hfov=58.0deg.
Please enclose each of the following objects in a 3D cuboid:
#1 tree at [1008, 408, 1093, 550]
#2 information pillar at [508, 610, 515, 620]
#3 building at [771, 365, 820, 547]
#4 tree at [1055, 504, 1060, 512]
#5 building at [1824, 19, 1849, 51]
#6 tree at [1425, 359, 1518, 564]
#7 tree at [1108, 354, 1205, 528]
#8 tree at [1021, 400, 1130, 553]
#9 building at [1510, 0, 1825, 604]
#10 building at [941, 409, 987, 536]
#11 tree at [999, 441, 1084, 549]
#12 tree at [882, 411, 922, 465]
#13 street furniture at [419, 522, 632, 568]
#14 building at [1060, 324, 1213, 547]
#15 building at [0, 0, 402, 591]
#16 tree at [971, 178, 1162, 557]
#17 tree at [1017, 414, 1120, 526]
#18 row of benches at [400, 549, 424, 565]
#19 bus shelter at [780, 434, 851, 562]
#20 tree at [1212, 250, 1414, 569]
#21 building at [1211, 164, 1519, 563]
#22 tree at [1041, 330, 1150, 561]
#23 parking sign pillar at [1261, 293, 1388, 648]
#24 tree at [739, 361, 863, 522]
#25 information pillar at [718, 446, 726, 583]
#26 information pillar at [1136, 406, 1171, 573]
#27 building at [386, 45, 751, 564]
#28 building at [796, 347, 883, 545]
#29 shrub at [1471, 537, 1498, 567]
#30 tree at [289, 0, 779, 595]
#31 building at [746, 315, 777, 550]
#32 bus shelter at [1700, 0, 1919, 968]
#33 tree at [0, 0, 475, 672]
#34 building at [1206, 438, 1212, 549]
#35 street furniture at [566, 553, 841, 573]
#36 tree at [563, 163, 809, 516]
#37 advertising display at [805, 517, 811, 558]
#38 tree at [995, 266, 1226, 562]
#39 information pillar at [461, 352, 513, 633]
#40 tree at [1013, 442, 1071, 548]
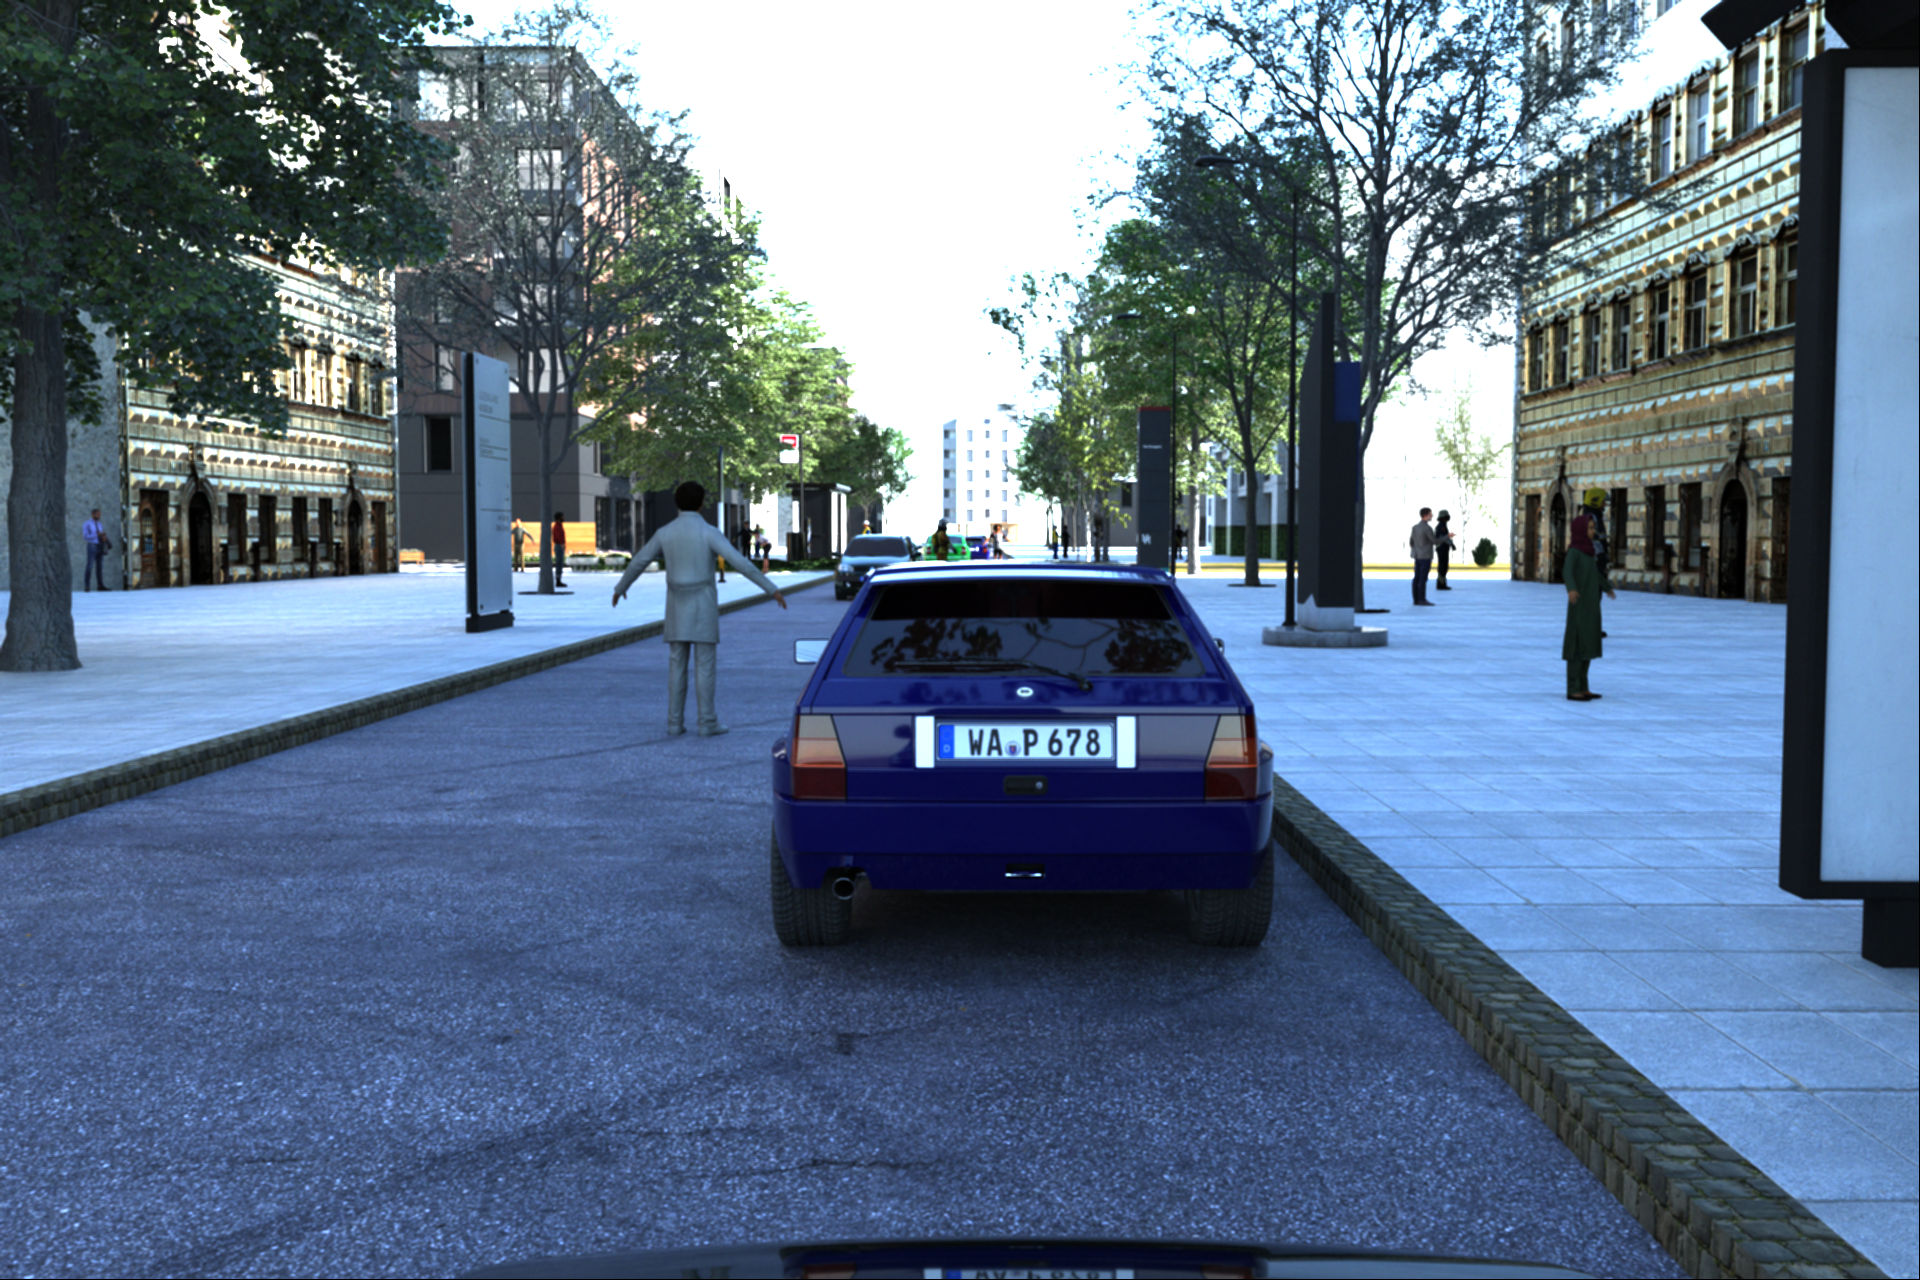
[{"bbox_3d":[7.497,-13.203,141.631,9.928,11.665,9.643,0,3,0],"label":"tree"},{"bbox_3d":[-6.774,-2.096,25.621,0.183,3.616,0.504,0,4,1],"label":"information pillar"},{"bbox_3d":[-24.731,-21.355,180.084,19.493,23.208,18.063,0,4,1],"label":"building"},{"bbox_3d":[17.237,-19.967,252.207,9.928,11.665,9.643,0,3,0],"label":"tree"},{"bbox_3d":[22.363,-8.941,12.648,16.747,18.905,31.486,0,4,1],"label":"building"},{"bbox_3d":[21.216,-7.503,73.037,4.360,8.622,3.978,0,3,0],"label":"tree"},{"bbox_3d":[8.071,-7.370,70.860,4.360,8.622,3.978,0,3,0],"label":"tree"},{"bbox_3d":[7.975,-11.254,118.415,8.767,10.594,7.601,2,4,27],"label":"tree"},{"bbox_3d":[24.244,-12.654,37.821,19.493,23.208,18.063,0,4,1],"label":"building"},{"bbox_3d":[-2.447,-24.106,253.003,11.380,20.090,16.016,0,4,-1],"label":"building"},{"bbox_3d":[7.557,-13.261,151.222,7.601,10.594,8.767,2,4,30],"label":"tree"},{"bbox_3d":[-11.844,-24.324,253.591,12.611,20.169,13.585,0,3,0],"label":"tree"},{"bbox_3d":[-15.578,-3.719,67.659,11.010,1.723,9.812,-1,4,-12],"label":"street furniture"},{"bbox_3d":[24.550,-20.824,184.454,27.936,21.610,32.646,0,4,1],"label":"building"},{"bbox_3d":[-27.872,-13.246,47.495,19.493,23.208,18.063,0,4,1],"label":"building"},{"bbox_3d":[6.715,-14.640,95.261,12.611,20.169,13.585,0,3,0],"label":"tree"},{"bbox_3d":[8.123,-12.026,131.045,8.767,10.594,7.601,1,4,14],"label":"tree"},{"bbox_3d":[-23.762,-3.365,70.487,4.104,0.672,1.422,-3,4,-38],"label":"row of benches"},{"bbox_3d":[-6.067,-5.797,72.415,2.179,5.291,8.768,0,4,2],"label":"bus shelter"},{"bbox_3d":[12.764,-8.403,63.146,9.928,11.665,9.643,0,3,0],"label":"tree"},{"bbox_3d":[23.799,-13.763,91.483,16.747,18.905,31.486,0,4,1],"label":"building"},{"bbox_3d":[4.770,-6.863,62.577,4.737,8.622,4.395,0,3,0],"label":"tree"},{"bbox_3d":[4.246,-1.932,20.066,1.447,3.967,1.447,0,4,0],"label":"parking sign pillar"},{"bbox_3d":[-8.390,-9.467,89.194,7.601,10.594,8.767,1,4,12],"label":"tree"},{"bbox_3d":[-6.313,-3.327,45.744,0.183,3.616,0.504,0,3,0],"label":"information pillar"},{"bbox_3d":[3.953,-2.816,35.414,0.750,3.857,0.750,0,4,1],"label":"information pillar"},{"bbox_3d":[-26.663,-14.993,89.106,27.936,21.610,32.646,0,4,0],"label":"building"},{"bbox_3d":[-23.876,-22.122,205.674,27.936,21.610,32.646,0,4,0],"label":"building"},{"bbox_3d":[20.307,-3.420,67.033,1.383,1.207,1.383,0,3,0],"label":"shrub"},{"bbox_3d":[-8.742,-7.721,36.608,12.009,13.543,11.850,0,3,0],"label":"tree"},{"bbox_3d":[-24.667,-16.435,135.168,16.747,18.905,31.486,0,4,1],"label":"building"},{"bbox_3d":[3.207,-0.529,2.569,2.014,3.302,5.546,0,4,1],"label":"bus shelter"},{"bbox_3d":[-8.765,-6.694,16.095,9.857,13.997,8.962,0,3,0],"label":"tree"},{"bbox_3d":[25.364,-11.810,135.245,9.099,9.664,28.070,0,4,1],"label":"building"},{"bbox_3d":[-8.647,-2.692,59.639,10.072,0.657,5.734,0,4,4],"label":"street furniture"},{"bbox_3d":[-8.523,-8.282,53.543,7.486,12.596,7.792,0,3,0],"label":"tree"},{"bbox_3d":[-5.925,-3.809,67.483,0.123,1.923,0.974,0,4,3],"label":"advertising display"},{"bbox_3d":[6.701,-10.375,80.005,12.009,13.543,11.850,0,3,0],"label":"tree"},{"bbox_3d":[-6.313,-1.949,23.174,0.184,3.620,1.656,0,4,1],"label":"information pillar"},{"bbox_3d":[8.314,-14.502,162.858,9.928,11.665,9.643,0,3,0],"label":"tree"}]
